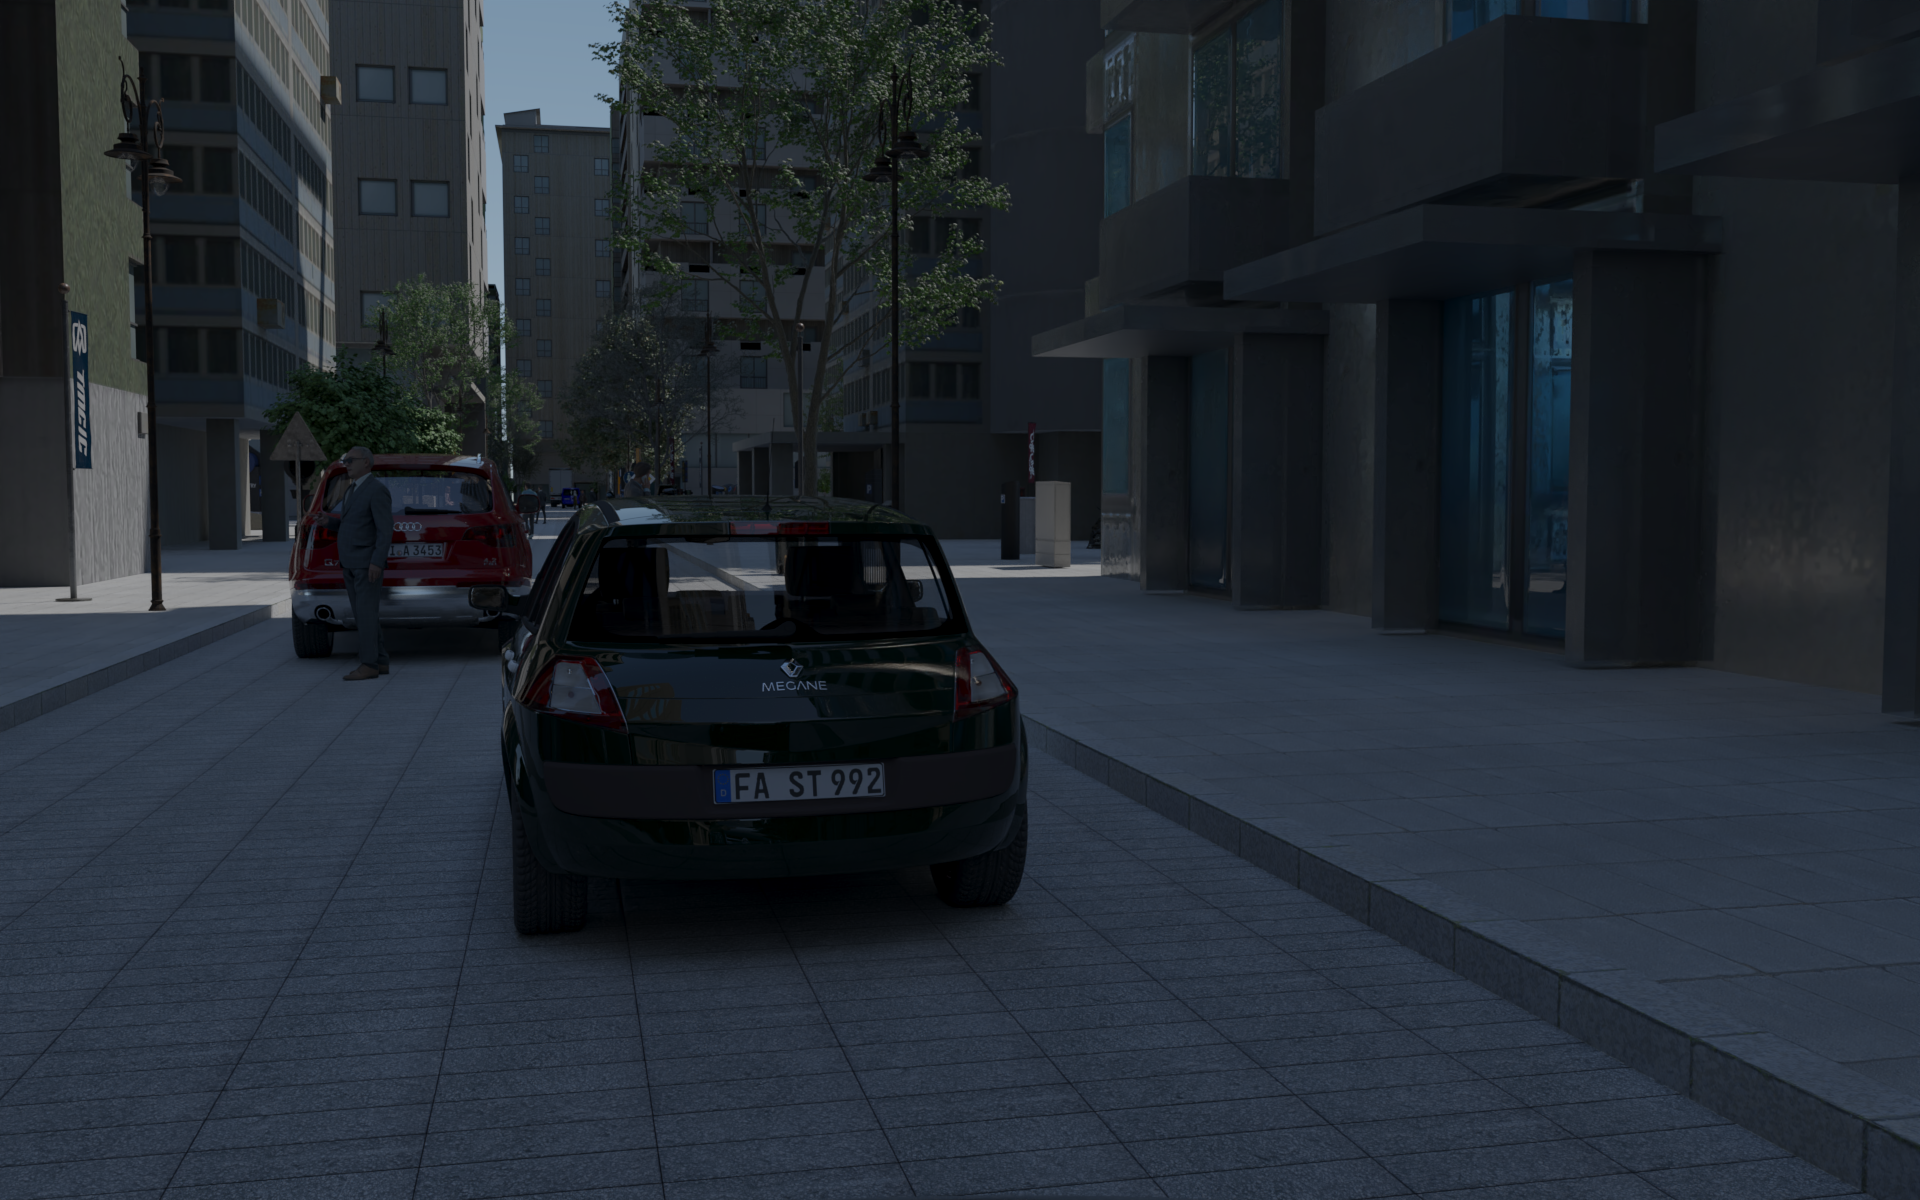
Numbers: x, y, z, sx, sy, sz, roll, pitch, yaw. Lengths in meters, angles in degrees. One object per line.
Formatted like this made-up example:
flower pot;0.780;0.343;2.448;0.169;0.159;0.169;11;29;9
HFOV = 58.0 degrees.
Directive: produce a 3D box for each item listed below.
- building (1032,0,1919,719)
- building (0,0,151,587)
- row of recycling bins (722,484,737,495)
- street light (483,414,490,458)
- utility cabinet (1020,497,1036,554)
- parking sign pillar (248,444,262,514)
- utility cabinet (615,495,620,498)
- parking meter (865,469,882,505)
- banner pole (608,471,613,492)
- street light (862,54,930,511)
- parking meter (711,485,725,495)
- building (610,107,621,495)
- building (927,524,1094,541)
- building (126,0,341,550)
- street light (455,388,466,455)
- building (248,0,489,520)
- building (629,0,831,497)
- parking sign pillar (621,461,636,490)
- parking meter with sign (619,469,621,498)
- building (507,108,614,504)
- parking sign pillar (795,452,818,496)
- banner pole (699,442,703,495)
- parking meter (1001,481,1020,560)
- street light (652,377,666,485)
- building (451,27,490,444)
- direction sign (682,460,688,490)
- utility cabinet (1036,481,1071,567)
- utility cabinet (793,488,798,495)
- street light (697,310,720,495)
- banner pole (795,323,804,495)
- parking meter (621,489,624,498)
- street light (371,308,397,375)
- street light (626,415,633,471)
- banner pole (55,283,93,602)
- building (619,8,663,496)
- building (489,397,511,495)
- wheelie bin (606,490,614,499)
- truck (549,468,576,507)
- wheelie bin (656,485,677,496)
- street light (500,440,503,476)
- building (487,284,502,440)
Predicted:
building;14.336;-24.200;15.273;23.786;49.044;30.456;-1;4;-13
building;-18.649;-15.153;19.448;14.160;30.474;14.107;-1;4;-13
row of recycling bins;-8.654;-3.737;68.216;1.069;1.692;3.534;-2;4;-24
street light;-27.302;-7.780;99.993;0.468;5.910;1.993;-1;4;-13
utility cabinet;1.438;-1.586;37.100;1.020;1.237;0.306;-1;4;-13
parking sign pillar;-32.963;-5.611;80.209;1.447;3.967;1.447;1;4;9
utility cabinet;-27.735;-7.854;139.568;1.020;1.237;0.306;-3;4;-39
parking meter;-2.024;-2.125;40.462;0.255;1.863;0.399;-3;4;-36
banner pole;-29.320;-9.480;145.018;0.863;3.779;0.401;3;5;41
street light;-0.705;-2.814;18.803;0.468;5.910;1.993;-1;4;-13
parking meter;-6.792;-2.462;48.670;0.372;1.533;0.369;0;3;0
building;-30.415;-30.779;186.834;14.154;41.232;14.086;-1;4;-13
building;9.276;-22.236;55.436;32.217;40.220;23.993;-1;4;-13
building;-29.568;-21.602;45.070;23.993;40.220;32.217;-1;4;-13
street light;-21.798;-6.294;75.692;0.468;5.910;1.993;-1;4;-13
building;-40.057;-30.853;93.688;28.713;52.752;27.495;-1;4;-13
building;-11.500;-33.373;134.880;28.713;52.752;27.495;-1;4;-13
parking sign pillar;-22.193;-7.851;116.832;1.447;3.967;1.447;1;4;19
parking meter with sign;-23.332;-7.549;119.691;0.543;3.016;1.738;-1;4;-8
building;-51.053;-40.202;246.541;27.495;52.752;28.713;-1;4;-13
parking sign pillar;-8.839;-6.796;99.586;1.447;3.967;1.447;0;4;-1
banner pole;-12.423;-5.692;83.080;0.401;3.779;0.863;-1;4;-18
parking meter;0.986;-1.558;33.892;0.372;1.533;0.369;0;3;0
street light;-11.883;-5.849;68.411;0.468;5.910;1.993;-1;4;-13
building;-41.268;-26.890;123.240;14.154;41.232;14.086;-1;4;-13
direction sign;-18.560;-7.640;116.916;0.379;3.537;0.876;-2;4;-31
utility cabinet;1.638;-1.327;30.372;0.318;1.500;1.173;-1;4;-13
utility cabinet;-6.710;-3.625;67.949;1.173;1.500;0.318;-1;4;-17
street light;-6.306;-4.326;43.520;0.468;5.910;1.993;-1;4;-13
banner pole;-2.360;-2.183;25.704;0.401;3.779;0.863;0;4;-4
parking meter;-18.128;-5.203;93.483;0.372;1.533;0.369;0;3;0
street light;-14.321;-4.305;43.182;0.468;5.910;1.993;-1;4;-13
street light;-18.941;-7.721;99.022;0.468;5.910;1.993;-1;4;-13
banner pole;-10.649;-1.888;20.893;0.401;3.779;0.863;0;4;-4
building;-22.072;-33.405;169.876;21.300;48.544;21.600;-1;4;-13
building;-69.825;-54.508;203.884;31.000;86.520;22.319;-1;4;-13
wheelie bin;-27.784;-7.936;137.656;0.693;1.594;0.980;-1;4;-16
truck;-44.207;-12.449;192.459;2.839;4.237;11.283;-1;4;-11
wheelie bin;-9.813;-3.087;58.380;0.980;1.594;0.693;-2;4;-27
street light;-33.054;-9.306;124.944;0.468;5.910;1.993;-1;4;-13
building;-69.928;-28.426;236.464;14.107;30.474;14.160;-1;4;-13
